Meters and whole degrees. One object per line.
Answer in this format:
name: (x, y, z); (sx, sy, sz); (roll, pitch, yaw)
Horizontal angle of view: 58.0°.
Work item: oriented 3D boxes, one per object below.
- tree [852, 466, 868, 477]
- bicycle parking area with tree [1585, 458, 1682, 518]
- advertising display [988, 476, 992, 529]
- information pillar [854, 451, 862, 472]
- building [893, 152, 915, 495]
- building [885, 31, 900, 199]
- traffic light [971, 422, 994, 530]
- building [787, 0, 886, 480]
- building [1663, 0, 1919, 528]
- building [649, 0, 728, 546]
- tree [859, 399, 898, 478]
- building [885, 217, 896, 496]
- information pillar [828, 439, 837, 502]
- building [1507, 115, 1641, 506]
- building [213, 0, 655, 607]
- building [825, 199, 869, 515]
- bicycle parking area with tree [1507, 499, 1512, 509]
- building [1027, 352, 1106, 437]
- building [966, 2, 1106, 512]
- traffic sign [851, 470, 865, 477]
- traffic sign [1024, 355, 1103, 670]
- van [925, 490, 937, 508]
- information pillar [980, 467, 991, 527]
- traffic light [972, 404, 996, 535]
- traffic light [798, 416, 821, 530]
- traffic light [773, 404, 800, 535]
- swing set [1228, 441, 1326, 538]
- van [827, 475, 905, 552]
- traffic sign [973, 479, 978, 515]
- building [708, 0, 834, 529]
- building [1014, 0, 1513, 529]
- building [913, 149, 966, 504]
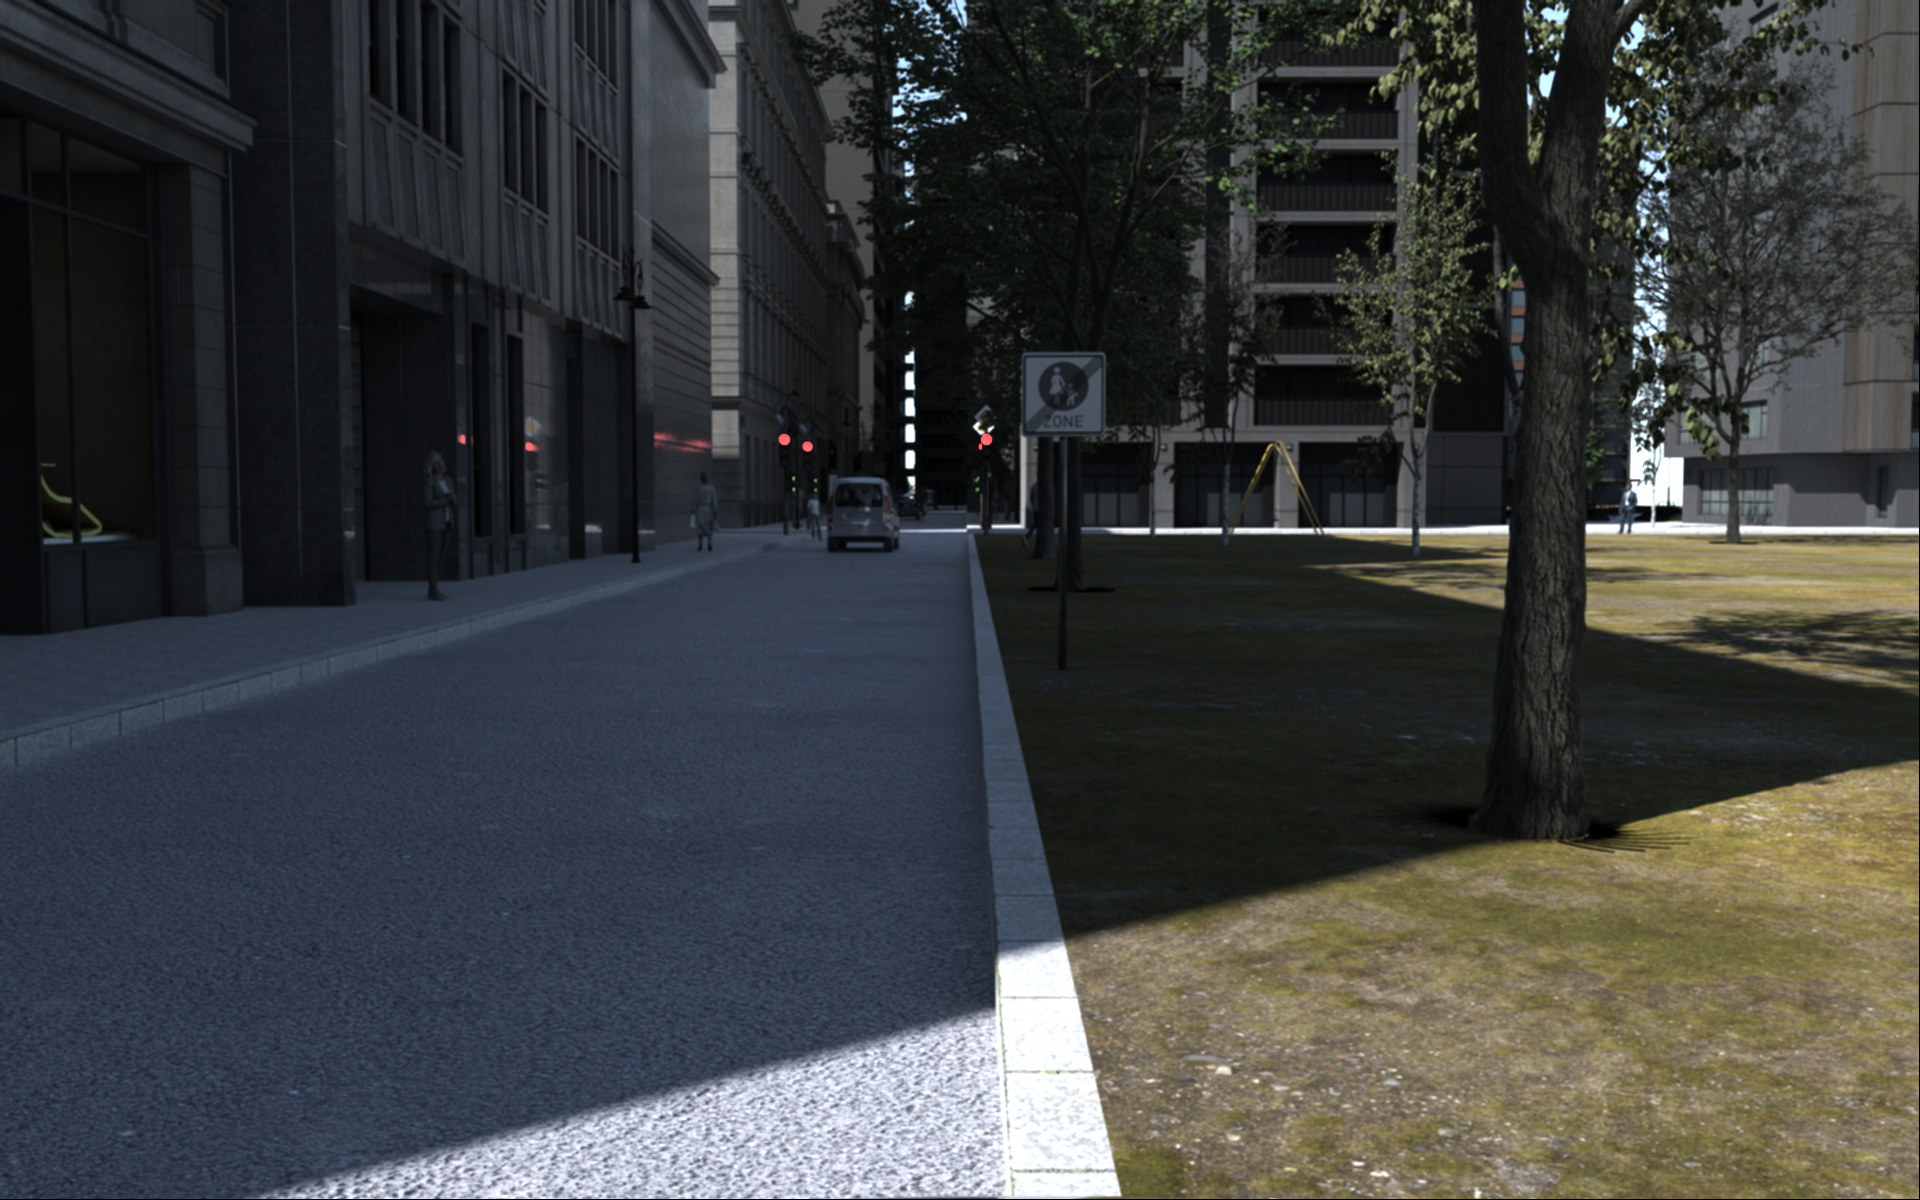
tree: (-6.080, -6.751, 104.984); (1.663, 3.219, 1.824); (0, 3, 0)
bicycle parking area with tree: (36.504, -6.644, 95.624); (8.231, 4.147, 9.016); (1, 4, 15)
advertising display: (1.112, -3.570, 63.584); (0.123, 1.923, 0.974); (0, 4, 3)
information pillar: (-5.520, -6.280, 94.026); (0.504, 3.616, 0.183); (2, 4, 31)
building: (-21.322, -37.540, 233.384); (30.456, 49.044, 23.786); (0, 4, 0)
building: (-21.091, -37.216, 197.712); (27.495, 52.752, 28.713); (0, 4, 0)
traffic light: (0.829, -4.489, 62.313); (0.839, 4.253, 0.868); (0, 4, 0)
building: (-17.531, -32.064, 147.952); (21.300, 48.544, 21.600); (0, 4, 0)
building: (38.123, -23.579, 69.106); (14.086, 41.232, 14.154); (0, 4, 0)
building: (-19.119, -12.521, 46.522); (24.055, 21.916, 13.314); (0, 4, 0)
tree: (-6.735, -11.257, 134.421); (4.737, 8.622, 4.395); (0, 3, 0)
building: (-13.528, -24.135, 166.314); (14.160, 30.474, 14.107); (0, 4, 0)
information pillar: (-5.443, -5.056, 74.021); (0.183, 3.616, 0.504); (3, 4, 36)
building: (63.629, -33.417, 200.996); (28.867, 44.769, 22.147); (0, 4, 0)
building: (-12.994, -12.899, 28.921); (12.078, 24.808, 19.932); (0, 4, 0)
building: (-13.462, -16.942, 118.801); (13.314, 21.916, 24.055); (0, 4, 0)
bicycle parking area with tree: (38.610, -7.937, 116.768); (8.231, 4.147, 9.016); (1, 4, 10)
building: (15.010, -33.919, 96.567); (21.231, 58.520, 28.212); (0, 4, 0)
building: (7.484, -27.071, 126.209); (14.154, 41.232, 14.086); (0, 4, 0)
traffic sign: (-5.470, -5.691, 93.151); (0.768, 2.556, 0.104); (0, 4, 5)
traffic sign: (0.747, -0.639, 12.586); (0.606, 2.300, 0.079); (0, 4, 2)
van: (-3.262, -10.548, 179.474); (2.013, 2.044, 4.112); (0, 4, 2)
information pillar: (1.018, -4.705, 68.288); (0.504, 3.616, 0.183); (-3, 5, -44)
traffic light: (0.809, -4.000, 54.328); (0.839, 4.253, 0.868); (0, 4, 0)
traffic light: (-5.432, -4.489, 62.313); (0.839, 4.253, 0.868); (0, 4, 0)
traffic light: (-5.453, -4.000, 54.328); (0.839, 4.253, 0.868); (0, 4, 0)
swing set: (9.558, -3.358, 52.521); (2.862, 2.851, 3.119); (0, 4, 7)
van: (-2.448, -2.289, 44.430); (2.013, 2.044, 4.112); (0, 4, 1)
traffic sign: (1.056, -6.235, 104.072); (0.606, 2.300, 0.079); (1, 4, 9)
building: (-15.935, -18.830, 84.279); (17.030, 29.872, 44.131); (0, 4, 0)
building: (12.786, -38.787, 72.426); (20.611, 71.187, 20.563); (0, 4, 0)
building: (4.703, -37.213, 232.131); (21.600, 48.544, 21.300); (0, 4, 0)
